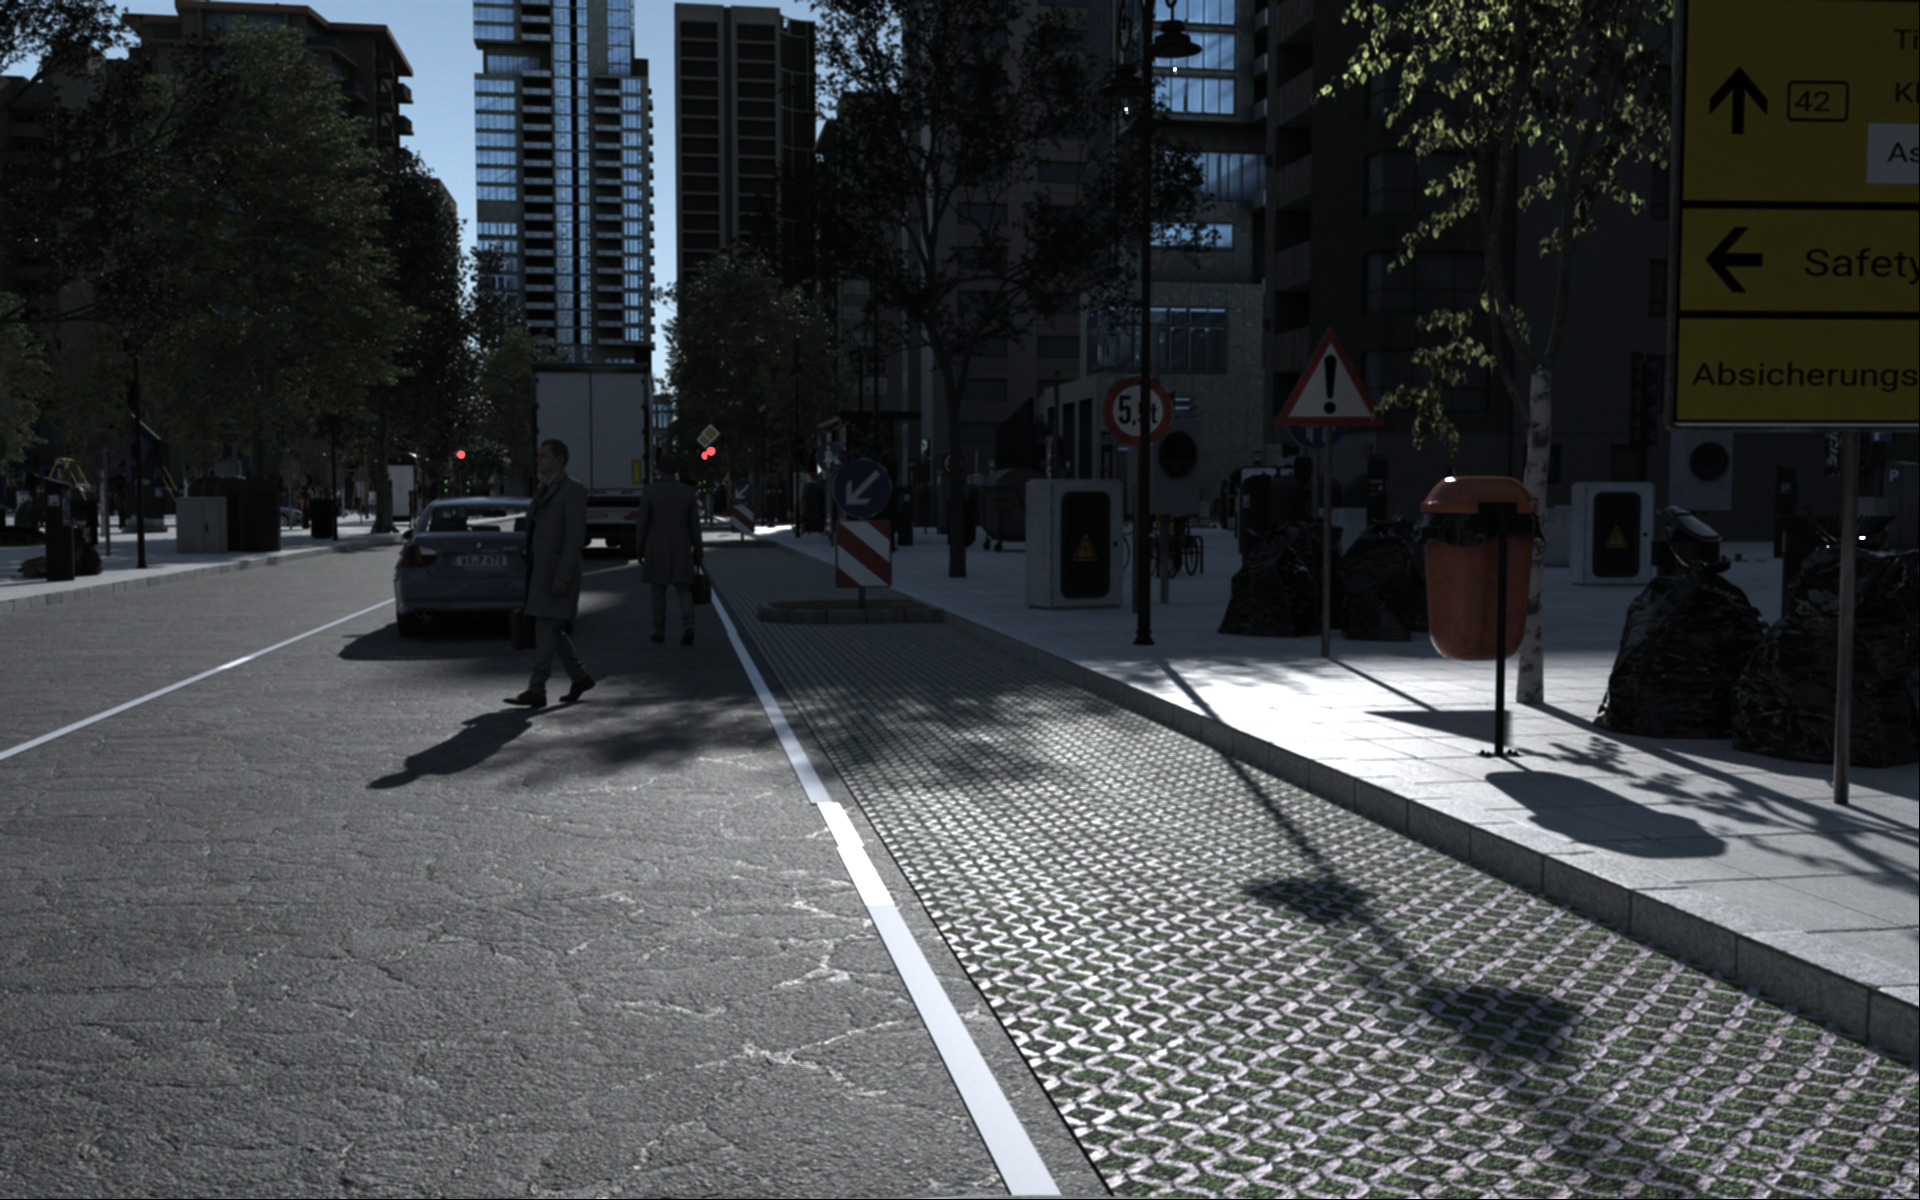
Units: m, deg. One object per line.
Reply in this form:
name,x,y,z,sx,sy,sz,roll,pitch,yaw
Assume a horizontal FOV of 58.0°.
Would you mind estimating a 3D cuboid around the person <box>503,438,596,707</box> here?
person,-2.802,-0.195,11.790,0.767,1.812,0.694,-3,4,-37

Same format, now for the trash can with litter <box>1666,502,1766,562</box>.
trash can with litter,14.274,-1.362,33.334,2.233,1.210,1.678,2,4,31

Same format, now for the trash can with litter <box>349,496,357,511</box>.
trash can with litter,-46.732,-7.505,134.101,1.055,1.170,0.624,-1,4,-17

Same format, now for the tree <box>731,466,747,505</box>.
tree,-14.092,-7.006,109.148,1.663,3.219,1.824,0,3,0

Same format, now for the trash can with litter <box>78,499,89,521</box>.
trash can with litter,-41.957,-4.383,83.047,1.055,1.170,0.624,0,4,-2

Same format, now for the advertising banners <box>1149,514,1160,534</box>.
advertising banners,6.611,-3.645,55.779,0.090,3.025,2.074,-3,5,-44

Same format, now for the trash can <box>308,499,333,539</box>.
trash can,-18.316,-2.328,49.710,0.748,1.137,0.748,0,3,0

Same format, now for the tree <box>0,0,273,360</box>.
tree,-13.621,-5.402,22.738,7.601,10.594,8.767,1,4,12

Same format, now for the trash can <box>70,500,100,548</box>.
trash can,-21.031,-1.829,41.551,0.748,1.137,0.748,0,3,0

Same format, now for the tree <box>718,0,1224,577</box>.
tree,0.113,-5.649,26.776,8.767,10.594,7.601,1,4,21

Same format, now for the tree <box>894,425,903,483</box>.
tree,-5.939,-12.329,151.937,4.737,8.622,4.395,0,3,0

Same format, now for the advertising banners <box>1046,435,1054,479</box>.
advertising banners,2.363,-3.432,52.300,0.090,3.025,2.074,-2,4,-23

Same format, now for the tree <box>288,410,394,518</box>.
tree,-32.899,-8.673,92.171,4.737,8.622,4.395,0,3,0

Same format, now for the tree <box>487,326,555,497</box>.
tree,-30.216,-12.167,117.058,7.486,12.596,7.792,0,3,0

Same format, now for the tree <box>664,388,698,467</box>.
tree,-24.652,-14.769,167.232,9.928,11.665,9.643,0,3,0

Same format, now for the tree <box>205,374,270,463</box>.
tree,-42.439,-9.272,101.959,4.360,8.622,3.978,0,3,0

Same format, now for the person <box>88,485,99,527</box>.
person,-34.290,-3.641,68.455,0.576,1.772,0.534,1,4,16

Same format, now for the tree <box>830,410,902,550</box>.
tree,-1.912,-2.765,39.806,1.663,3.219,1.824,0,3,0

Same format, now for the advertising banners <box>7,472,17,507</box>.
advertising banners,-75.653,-8.740,139.087,2.074,3.025,0.090,-1,4,-19

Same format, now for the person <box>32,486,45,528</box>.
person,-36.362,-3.678,68.411,0.659,1.850,0.755,0,4,2

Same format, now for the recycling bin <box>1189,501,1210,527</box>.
recycling bin,9.288,-3.353,67.373,0.722,1.027,0.722,0,4,-5

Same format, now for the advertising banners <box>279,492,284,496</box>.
advertising banners,-52.772,-8.559,136.135,0.090,3.025,2.074,1,4,21

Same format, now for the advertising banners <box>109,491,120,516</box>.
advertising banners,-49.069,-6.424,101.217,0.090,3.025,2.074,1,4,20

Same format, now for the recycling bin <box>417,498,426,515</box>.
recycling bin,-32.911,-5.684,105.482,0.722,1.027,0.722,-1,4,-10

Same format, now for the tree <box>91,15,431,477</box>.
tree,-16.685,-7.548,41.533,7.486,12.596,7.792,0,3,0

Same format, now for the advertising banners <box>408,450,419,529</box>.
advertising banners,-20.177,-4.152,64.074,0.090,3.025,2.074,0,4,-7

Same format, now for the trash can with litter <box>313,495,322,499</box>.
trash can with litter,-40.470,-5.929,107.997,2.233,1.210,1.678,-3,4,-36

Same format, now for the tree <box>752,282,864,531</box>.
tree,-5.348,-6.680,59.580,4.737,8.622,4.395,0,3,0

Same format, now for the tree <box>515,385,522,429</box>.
tree,-36.679,-15.018,155.914,12.009,13.543,11.850,0,3,0

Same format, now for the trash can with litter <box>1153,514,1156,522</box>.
trash can with litter,9.273,-4.219,80.375,1.055,1.170,0.624,3,5,39

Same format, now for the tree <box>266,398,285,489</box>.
tree,-45.490,-9.772,110.134,4.737,8.622,4.395,0,3,0

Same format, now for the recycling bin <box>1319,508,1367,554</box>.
recycling bin,7.068,-1.180,31.846,0.722,1.027,0.722,-2,4,-28

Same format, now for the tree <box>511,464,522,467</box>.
tree,-34.856,-12.784,143.425,7.601,10.594,8.767,1,4,10

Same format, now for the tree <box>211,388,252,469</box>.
tree,-35.049,-7.855,78.793,4.737,8.622,4.395,0,3,0

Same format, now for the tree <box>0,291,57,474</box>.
tree,-49.641,-10.325,86.939,7.486,12.596,7.792,0,3,0

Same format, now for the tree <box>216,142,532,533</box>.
tree,-18.961,-8.538,56.610,9.611,12.733,9.660,0,3,0

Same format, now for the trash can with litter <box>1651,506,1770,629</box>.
trash can with litter,6.959,-0.284,16.033,0.624,1.170,1.055,-3,4,-37

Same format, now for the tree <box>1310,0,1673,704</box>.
tree,3.694,-3.681,10.555,4.360,8.622,3.978,0,3,0

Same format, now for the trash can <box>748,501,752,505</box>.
trash can,-10.609,-4.747,89.272,0.748,1.137,0.748,0,3,0

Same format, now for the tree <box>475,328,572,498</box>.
tree,-33.391,-13.803,132.338,9.857,13.997,8.962,0,3,0

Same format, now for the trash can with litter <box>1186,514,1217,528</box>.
trash can with litter,9.047,-3.319,65.321,2.233,1.210,1.678,3,5,45

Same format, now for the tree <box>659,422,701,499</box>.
tree,-32.780,-18.817,218.029,12.009,13.543,11.850,0,3,0

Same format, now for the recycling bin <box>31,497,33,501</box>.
recycling bin,-70.117,-7.223,130.649,0.722,1.027,0.722,-1,4,-11

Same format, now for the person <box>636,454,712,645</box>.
person,-2.761,-0.488,16.586,0.694,1.812,0.767,-1,4,-20

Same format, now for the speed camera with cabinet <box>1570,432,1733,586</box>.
speed camera with cabinet,9.678,-1.829,24.240,2.038,3.252,0.660,0,4,1

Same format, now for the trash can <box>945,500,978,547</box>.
trash can,-0.001,-1.848,41.867,0.748,1.137,0.748,0,3,0

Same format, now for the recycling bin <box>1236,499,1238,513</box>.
recycling bin,12.893,-4.254,82.100,0.722,1.027,0.722,2,4,23

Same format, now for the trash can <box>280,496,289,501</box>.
trash can,-45.132,-6.362,115.664,0.748,1.137,0.748,0,3,0

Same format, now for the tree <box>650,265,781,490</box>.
tree,-19.481,-17.477,141.633,12.611,20.169,13.585,0,3,0

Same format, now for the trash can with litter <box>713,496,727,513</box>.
trash can with litter,-16.513,-6.563,118.700,1.055,1.170,0.624,0,4,0

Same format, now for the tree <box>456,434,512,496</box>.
tree,-26.140,-6.808,95.022,4.285,4.588,4.351,0,3,0

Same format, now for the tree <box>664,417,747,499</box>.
tree,-27.727,-16.537,187.380,9.611,12.733,9.660,0,3,0

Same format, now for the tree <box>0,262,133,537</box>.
tree,-25.972,-6.202,51.769,4.737,8.622,4.395,0,3,0

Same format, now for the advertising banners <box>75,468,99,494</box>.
advertising banners,-57.724,-7.280,115.220,2.074,3.025,0.090,-3,5,-44

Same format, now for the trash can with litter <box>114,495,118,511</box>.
trash can with litter,-65.141,-7.510,133.842,1.678,1.210,2.233,-3,5,-44

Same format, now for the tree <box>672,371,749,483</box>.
tree,-22.571,-14.665,157.895,7.486,12.596,7.792,0,3,0

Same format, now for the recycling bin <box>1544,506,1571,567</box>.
recycling bin,10.703,-1.105,30.616,0.722,1.027,0.722,2,4,25

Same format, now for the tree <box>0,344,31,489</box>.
tree,-44.216,-7.848,78.682,4.360,8.622,3.978,0,3,0

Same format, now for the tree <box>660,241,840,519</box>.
tree,-10.228,-11.043,87.204,9.857,13.997,8.962,0,3,0
